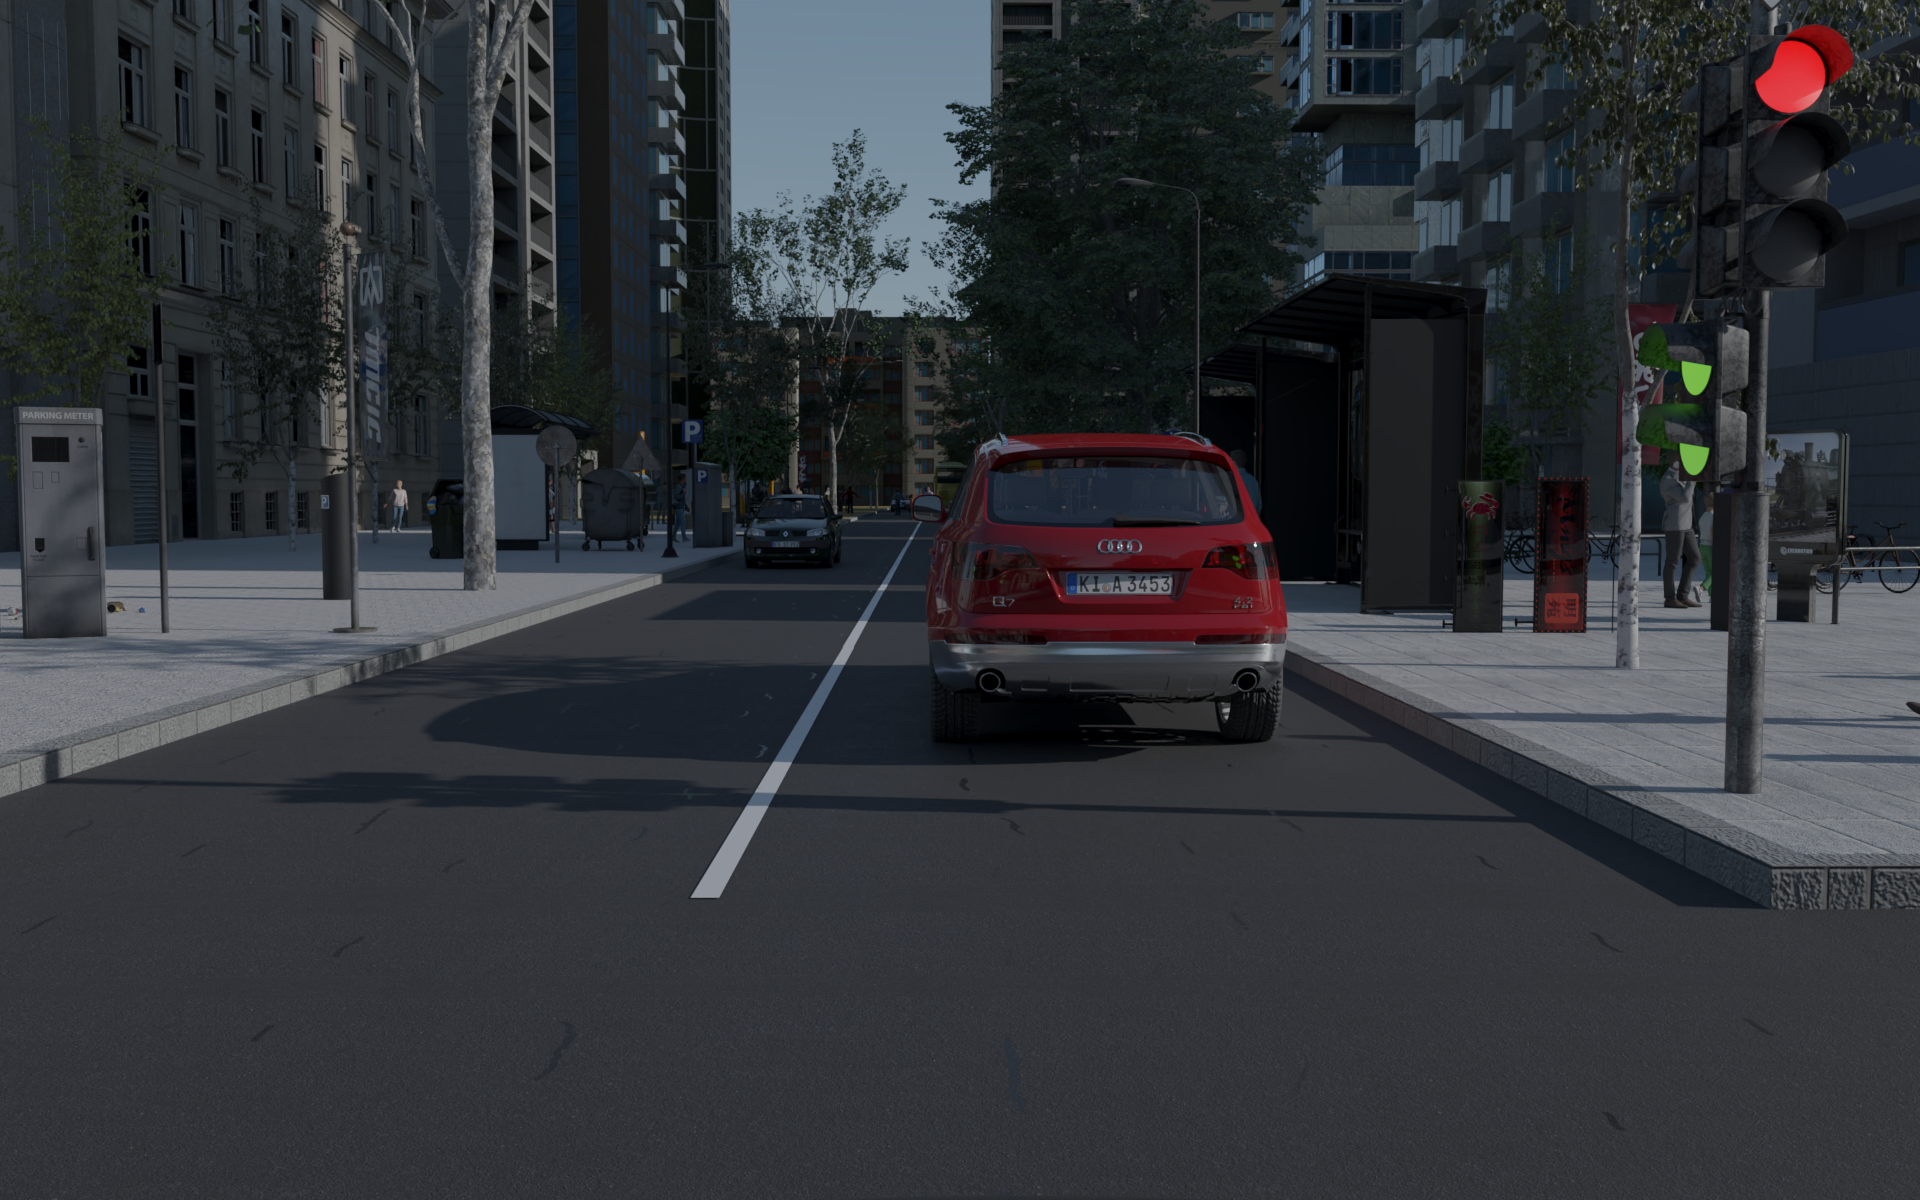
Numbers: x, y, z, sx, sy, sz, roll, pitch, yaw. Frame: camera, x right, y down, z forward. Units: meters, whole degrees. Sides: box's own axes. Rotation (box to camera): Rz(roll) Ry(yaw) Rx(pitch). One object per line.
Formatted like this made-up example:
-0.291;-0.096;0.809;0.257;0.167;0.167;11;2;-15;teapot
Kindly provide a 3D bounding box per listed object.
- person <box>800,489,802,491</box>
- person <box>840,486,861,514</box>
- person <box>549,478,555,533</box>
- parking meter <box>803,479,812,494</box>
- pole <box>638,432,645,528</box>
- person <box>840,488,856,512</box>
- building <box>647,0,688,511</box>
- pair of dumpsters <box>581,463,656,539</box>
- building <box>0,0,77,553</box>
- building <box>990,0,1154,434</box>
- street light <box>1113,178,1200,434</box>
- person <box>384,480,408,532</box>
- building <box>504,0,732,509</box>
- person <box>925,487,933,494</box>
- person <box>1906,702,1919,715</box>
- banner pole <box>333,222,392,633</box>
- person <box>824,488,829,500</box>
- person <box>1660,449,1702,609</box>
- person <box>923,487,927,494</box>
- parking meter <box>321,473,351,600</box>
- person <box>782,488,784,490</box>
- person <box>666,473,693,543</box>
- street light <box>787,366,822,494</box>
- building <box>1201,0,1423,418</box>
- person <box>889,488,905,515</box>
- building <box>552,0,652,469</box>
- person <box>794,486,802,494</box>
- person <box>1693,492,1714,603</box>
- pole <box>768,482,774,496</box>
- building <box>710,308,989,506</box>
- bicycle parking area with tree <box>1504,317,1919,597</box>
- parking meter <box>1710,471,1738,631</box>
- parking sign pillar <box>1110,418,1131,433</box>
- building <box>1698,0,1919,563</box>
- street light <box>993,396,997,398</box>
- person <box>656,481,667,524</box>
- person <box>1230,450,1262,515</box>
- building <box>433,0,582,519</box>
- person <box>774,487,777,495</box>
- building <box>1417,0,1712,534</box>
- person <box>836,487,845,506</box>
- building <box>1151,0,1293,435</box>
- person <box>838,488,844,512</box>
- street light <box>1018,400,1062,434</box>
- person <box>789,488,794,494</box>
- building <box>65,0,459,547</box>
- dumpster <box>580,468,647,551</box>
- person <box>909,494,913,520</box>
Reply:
-13.148;-8.403;144.146;0.721;1.736;1.217;0;4;-3;person
-7.227;-6.610;114.071;1.348;1.831;0.705;0;4;5;person
-13.462;-3.079;56.473;0.778;1.811;0.616;-1;4;-20;person
-5.809;-3.693;66.093;0.255;1.863;0.399;1;4;18;parking meter
-10.416;-3.841;56.652;0.158;3.312;0.155;0;3;0;pole
-7.918;-7.078;122.488;1.217;1.743;0.721;1;4;20;person
-36.787;-31.316;131.627;30.456;49.044;23.786;0;4;-1;building
-10.030;-2.965;50.969;1.574;2.255;4.437;0;4;-1;pair of dumpsters
-26.499;-12.961;29.935;12.078;24.808;19.932;0;4;-1;building
13.809;-45.910;188.874;20.611;71.187;20.563;0;4;-1;building
2.957;-3.249;25.657;1.470;5.913;1.316;0;4;-1;street light
-18.938;-3.139;58.038;0.731;1.740;0.598;-2;4;-35;person
-36.348;-45.900;188.713;20.611;71.187;20.563;0;4;-1;building
-1.767;-5.186;93.152;0.709;1.838;0.599;2;4;29;person
5.737;-0.195;9.623;0.661;1.777;0.834;-1;4;-20;person
-5.464;-1.583;15.894;0.863;3.779;0.401;3;5;40;banner pole
-9.605;-7.357;127.058;0.721;1.736;1.217;2;4;34;person
8.113;-0.810;19.469;0.592;1.802;0.473;-3;4;-39;person
-2.006;-5.781;103.027;1.348;1.823;0.705;-1;4;-13;person
-7.567;-0.774;21.069;0.372;1.533;0.369;0;3;0;parking meter
-12.441;-7.117;123.204;0.445;1.727;0.742;3;5;43;person
-7.296;-2.409;45.412;0.713;1.824;0.794;1;4;16;person
-5.720;-5.530;62.950;1.470;5.913;1.316;0;4;-1;street light
28.279;-48.505;105.730;22.319;86.520;31.000;0;4;-1;building
-4.218;-6.629;116.968;1.350;1.814;0.705;-3;5;-42;person
-28.041;-28.186;110.954;14.600;45.320;14.200;0;4;-1;building
-8.627;-5.195;91.517;0.617;1.759;0.750;-2;4;-26;person
8.776;-0.613;20.309;0.590;1.304;0.306;-2;4;-34;person
-6.231;-3.861;56.965;0.158;3.312;0.155;0;3;0;pole
-11.638;-21.323;193.673;28.899;21.520;27.650;0;4;-1;building
12.579;-2.374;25.815;9.016;4.147;8.231;0;4;-6;bicycle parking area with tree
7.264;-0.642;16.202;0.255;1.863;0.399;-1;4;-16;parking meter
5.046;-4.100;55.507;1.447;3.967;1.447;2;4;24;parking sign pillar
31.743;-29.912;31.064;28.212;58.520;21.231;0;4;-1;building
2.236;-6.687;81.872;1.470;5.913;1.316;0;4;-1;street light
-12.751;-4.187;74.300;0.655;1.846;0.447;2;4;30;person
3.428;-0.914;21.013;0.660;1.820;0.620;-3;5;-44;person
-30.861;-40.002;92.292;20.563;71.187;20.611;0;4;-1;building
-14.681;-8.013;136.921;0.709;1.838;0.599;1;4;23;person
30.978;-27.364;67.010;23.786;49.044;30.456;0;4;-1;building
-10.097;-8.342;142.391;1.348;1.831;0.705;0;4;-8;person
26.746;-31.168;133.291;21.300;48.544;21.600;0;4;-1;building
-8.517;-7.262;125.586;0.742;1.727;0.445;0;4;1;person
2.557;-4.942;53.337;1.470;5.913;1.316;0;4;-1;street light
-11.947;-7.007;121.344;1.217;1.736;0.721;1;4;12;person
-28.170;-13.599;55.635;16.112;22.955;30.059;0;4;-1;building
-7.904;-2.060;39.438;1.264;1.857;1.865;0;4;-1;dumpster
-2.692;-5.097;95.088;0.557;1.426;1.065;0;4;-1;person
